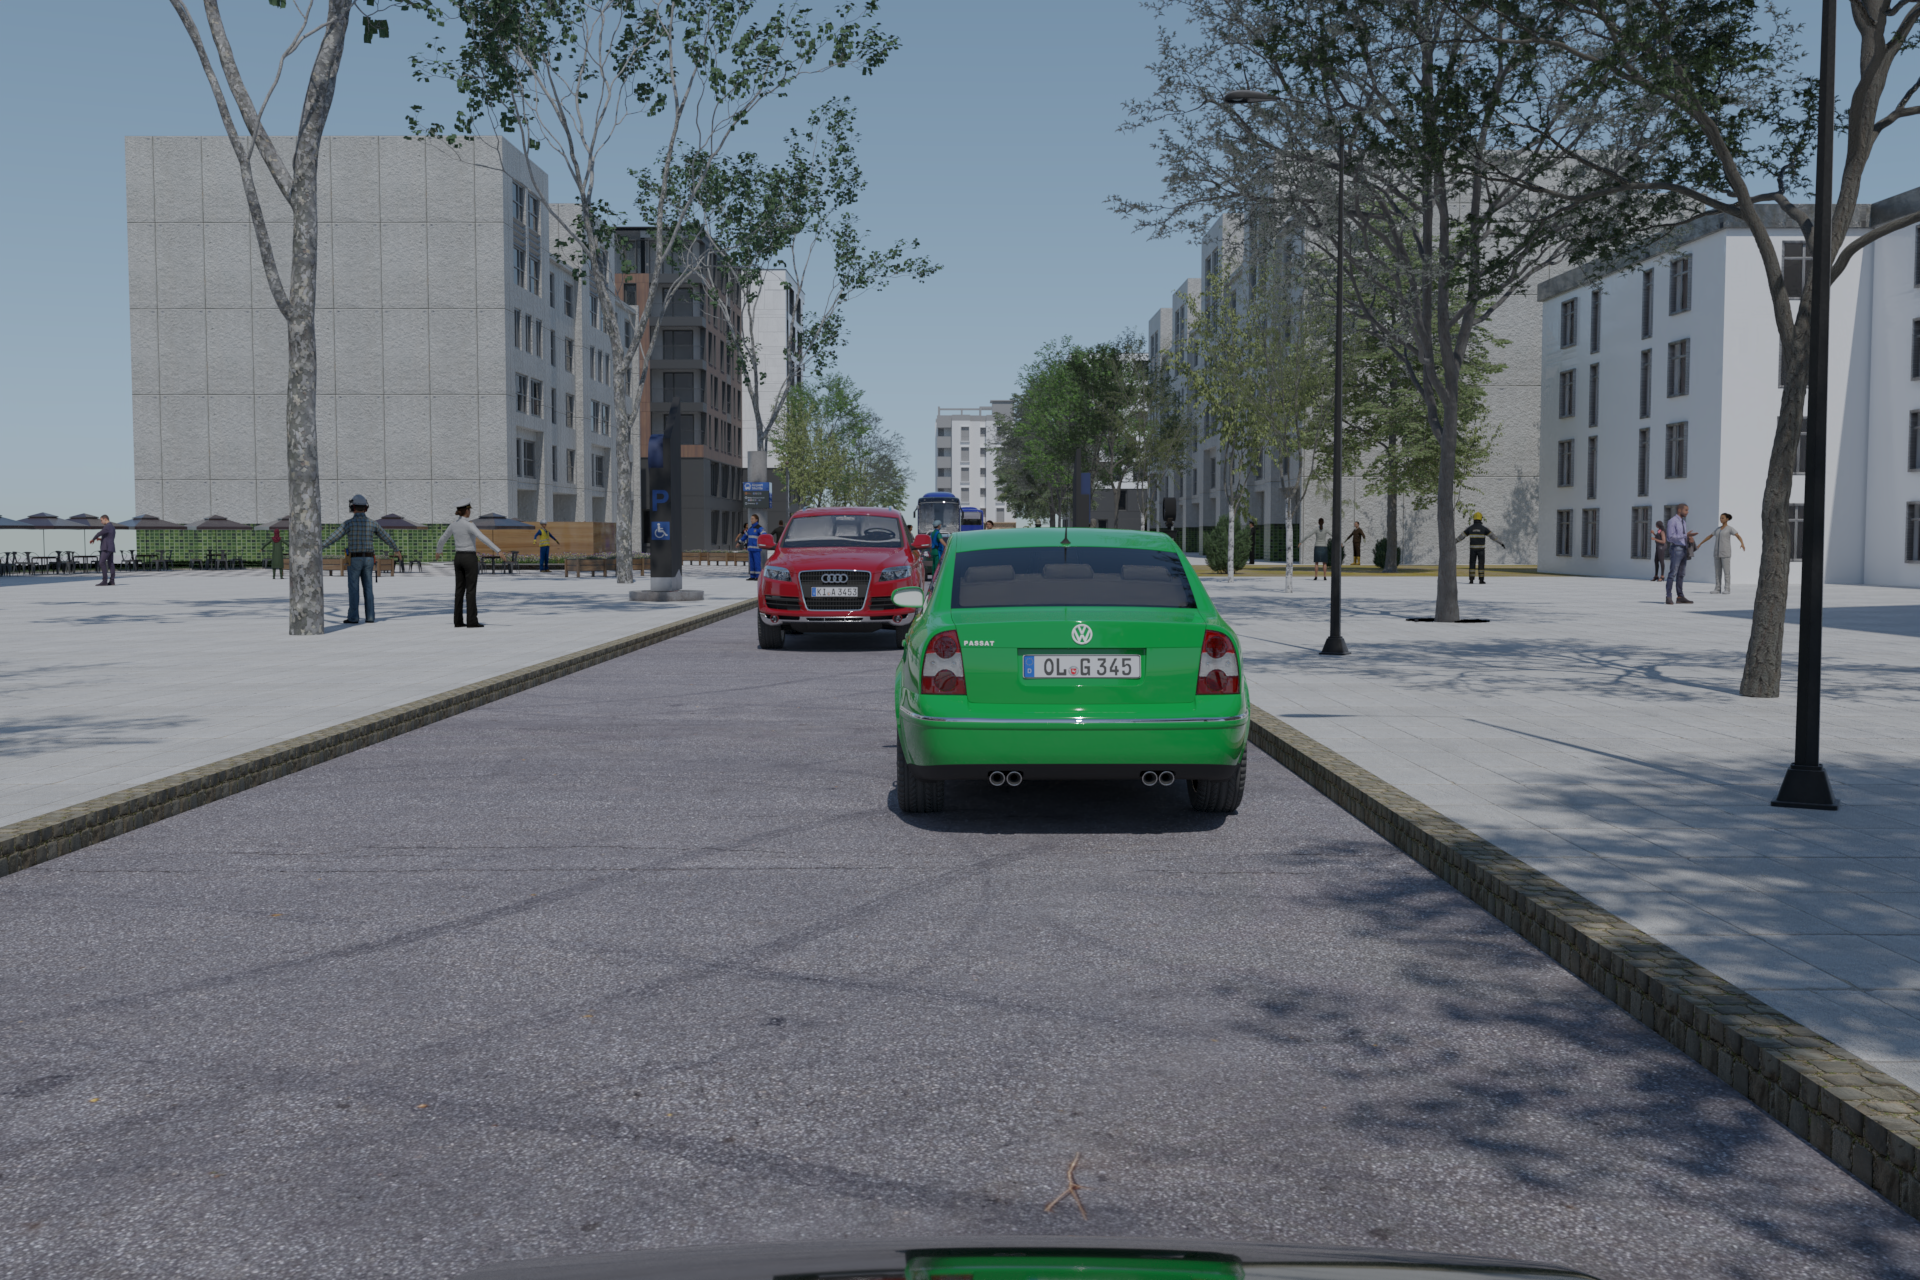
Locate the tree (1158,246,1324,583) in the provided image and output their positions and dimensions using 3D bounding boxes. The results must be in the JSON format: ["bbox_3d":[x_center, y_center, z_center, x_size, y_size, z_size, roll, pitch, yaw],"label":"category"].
[{"bbox_3d":[7.348,-5.801,45.212,4.737,8.622,4.395,0,3,0],"label":"tree"}]

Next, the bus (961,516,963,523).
[{"bbox_3d":[-1.208,-9.341,144.268,2.896,3.916,12.251,0,3,0],"label":"bus"}]

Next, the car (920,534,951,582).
[{"bbox_3d":[-0.388,-2.687,53.713,2.009,1.686,4.222,0,4,-1],"label":"car"}]

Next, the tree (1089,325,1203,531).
[{"bbox_3d":[6.315,-6.829,62.017,4.360,8.622,3.978,0,3,0],"label":"tree"}]

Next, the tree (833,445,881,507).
[{"bbox_3d":[-8.919,-11.486,138.153,4.360,8.622,3.978,0,3,0],"label":"tree"}]

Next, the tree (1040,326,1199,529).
[{"bbox_3d":[7.196,-8.713,76.868,7.601,10.594,8.767,-3,5,-40],"label":"tree"}]

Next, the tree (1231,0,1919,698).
[{"bbox_3d":[6.308,-4.807,13.014,8.767,10.594,7.601,0,4,-2],"label":"tree"}]

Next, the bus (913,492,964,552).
[{"bbox_3d":[-1.237,-6.917,104.638,2.896,3.916,12.251,0,4,0],"label":"bus"}]

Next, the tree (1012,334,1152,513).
[{"bbox_3d":[6.539,-10.006,89.354,9.928,11.665,9.643,0,3,0],"label":"tree"}]

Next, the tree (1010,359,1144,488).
[{"bbox_3d":[6.918,-10.616,99.325,9.928,11.665,9.643,0,3,0],"label":"tree"}]

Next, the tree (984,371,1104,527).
[{"bbox_3d":[6.955,-13.782,131.991,9.857,13.997,8.962,0,3,0],"label":"tree"}]

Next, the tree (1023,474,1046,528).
[{"bbox_3d":[7.036,-12.382,152.803,4.737,8.622,4.395,0,3,0],"label":"tree"}]

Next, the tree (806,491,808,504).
[{"bbox_3d":[-22.955,-17.870,242.532,4.737,8.622,4.395,0,3,0],"label":"tree"}]

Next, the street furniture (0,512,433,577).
[{"bbox_3d":[-31.170,-3.377,60.239,14.083,1.986,27.439,1,4,19],"label":"street furniture"}]

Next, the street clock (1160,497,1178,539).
[{"bbox_3d":[4.126,-1.810,34.168,0.358,2.002,0.471,0,4,0],"label":"street clock"}]

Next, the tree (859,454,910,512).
[{"bbox_3d":[-10.686,-19.977,244.749,7.486,12.596,7.792,0,3,0],"label":"tree"}]

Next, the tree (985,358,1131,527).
[{"bbox_3d":[6.783,-12.769,119.135,12.009,13.543,11.850,0,3,0],"label":"tree"}]

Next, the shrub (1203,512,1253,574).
[{"bbox_3d":[8.584,-3.128,55.566,1.690,2.028,1.600,0,3,0],"label":"shrub"}]

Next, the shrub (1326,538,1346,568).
[{"bbox_3d":[13.998,-3.300,65.072,1.383,1.207,1.383,0,3,0],"label":"shrub"}]

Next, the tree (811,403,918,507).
[{"bbox_3d":[-9.001,-15.172,158.432,12.009,13.543,11.850,0,3,0],"label":"tree"}]

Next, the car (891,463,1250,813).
[{"bbox_3d":[0.549,-0.091,10.279,1.959,1.807,4.718,0,4,0],"label":"car"}]

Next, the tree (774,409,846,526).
[{"bbox_3d":[-8.774,-9.104,99.206,4.737,8.622,4.395,0,3,0],"label":"tree"}]

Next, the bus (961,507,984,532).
[{"bbox_3d":[0.729,-10.098,156.649,2.896,3.916,12.251,0,4,-1],"label":"bus"}]

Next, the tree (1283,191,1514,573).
[{"bbox_3d":[14.345,-8.535,57.667,7.486,12.596,7.792,0,3,0],"label":"tree"}]

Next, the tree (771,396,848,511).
[{"bbox_3d":[-8.187,-8.611,91.147,4.737,8.622,4.395,0,3,0],"label":"tree"}]

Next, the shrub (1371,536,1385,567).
[{"bbox_3d":[15.869,-3.281,64.755,1.383,1.207,1.383,0,3,0],"label":"shrub"}]

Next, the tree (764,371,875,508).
[{"bbox_3d":[-8.913,-11.252,109.719,9.928,11.665,9.643,0,3,0],"label":"tree"}]

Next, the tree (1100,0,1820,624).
[{"bbox_3d":[7.013,-7.009,24.960,12.009,13.543,11.850,0,3,0],"label":"tree"}]

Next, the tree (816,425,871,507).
[{"bbox_3d":[-8.140,-10.212,117.334,4.737,8.622,4.395,0,3,0],"label":"tree"}]

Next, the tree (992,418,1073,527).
[{"bbox_3d":[6.441,-13.866,144.837,7.486,12.596,7.792,0,3,0],"label":"tree"}]

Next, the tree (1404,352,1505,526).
[{"bbox_3d":[19.238,-7.226,68.513,4.737,8.622,4.395,0,3,0],"label":"tree"}]

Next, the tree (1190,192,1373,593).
[{"bbox_3d":[7.260,-5.336,37.605,4.360,8.622,3.978,0,3,0],"label":"tree"}]

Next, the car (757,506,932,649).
[{"bbox_3d":[-1.516,-0.897,23.336,2.281,1.827,5.304,0,4,0],"label":"car"}]

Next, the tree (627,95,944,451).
[{"bbox_3d":[-7.410,-13.368,74.451,12.611,20.169,13.585,0,3,0],"label":"tree"}]

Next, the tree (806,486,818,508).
[{"bbox_3d":[-24.346,-19.846,250.236,9.928,11.665,9.643,0,3,0],"label":"tree"}]

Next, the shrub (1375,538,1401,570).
[{"bbox_3d":[15.256,-3.093,61.688,1.383,1.207,1.383,0,3,0],"label":"shrub"}]

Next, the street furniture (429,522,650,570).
[{"bbox_3d":[-14.592,-3.481,63.765,11.010,1.723,9.812,0,4,0],"label":"street furniture"}]

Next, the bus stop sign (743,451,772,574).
[{"bbox_3d":[-6.443,-4.044,55.139,0.837,3.901,0.837,0,4,-1],"label":"bus stop sign"}]
